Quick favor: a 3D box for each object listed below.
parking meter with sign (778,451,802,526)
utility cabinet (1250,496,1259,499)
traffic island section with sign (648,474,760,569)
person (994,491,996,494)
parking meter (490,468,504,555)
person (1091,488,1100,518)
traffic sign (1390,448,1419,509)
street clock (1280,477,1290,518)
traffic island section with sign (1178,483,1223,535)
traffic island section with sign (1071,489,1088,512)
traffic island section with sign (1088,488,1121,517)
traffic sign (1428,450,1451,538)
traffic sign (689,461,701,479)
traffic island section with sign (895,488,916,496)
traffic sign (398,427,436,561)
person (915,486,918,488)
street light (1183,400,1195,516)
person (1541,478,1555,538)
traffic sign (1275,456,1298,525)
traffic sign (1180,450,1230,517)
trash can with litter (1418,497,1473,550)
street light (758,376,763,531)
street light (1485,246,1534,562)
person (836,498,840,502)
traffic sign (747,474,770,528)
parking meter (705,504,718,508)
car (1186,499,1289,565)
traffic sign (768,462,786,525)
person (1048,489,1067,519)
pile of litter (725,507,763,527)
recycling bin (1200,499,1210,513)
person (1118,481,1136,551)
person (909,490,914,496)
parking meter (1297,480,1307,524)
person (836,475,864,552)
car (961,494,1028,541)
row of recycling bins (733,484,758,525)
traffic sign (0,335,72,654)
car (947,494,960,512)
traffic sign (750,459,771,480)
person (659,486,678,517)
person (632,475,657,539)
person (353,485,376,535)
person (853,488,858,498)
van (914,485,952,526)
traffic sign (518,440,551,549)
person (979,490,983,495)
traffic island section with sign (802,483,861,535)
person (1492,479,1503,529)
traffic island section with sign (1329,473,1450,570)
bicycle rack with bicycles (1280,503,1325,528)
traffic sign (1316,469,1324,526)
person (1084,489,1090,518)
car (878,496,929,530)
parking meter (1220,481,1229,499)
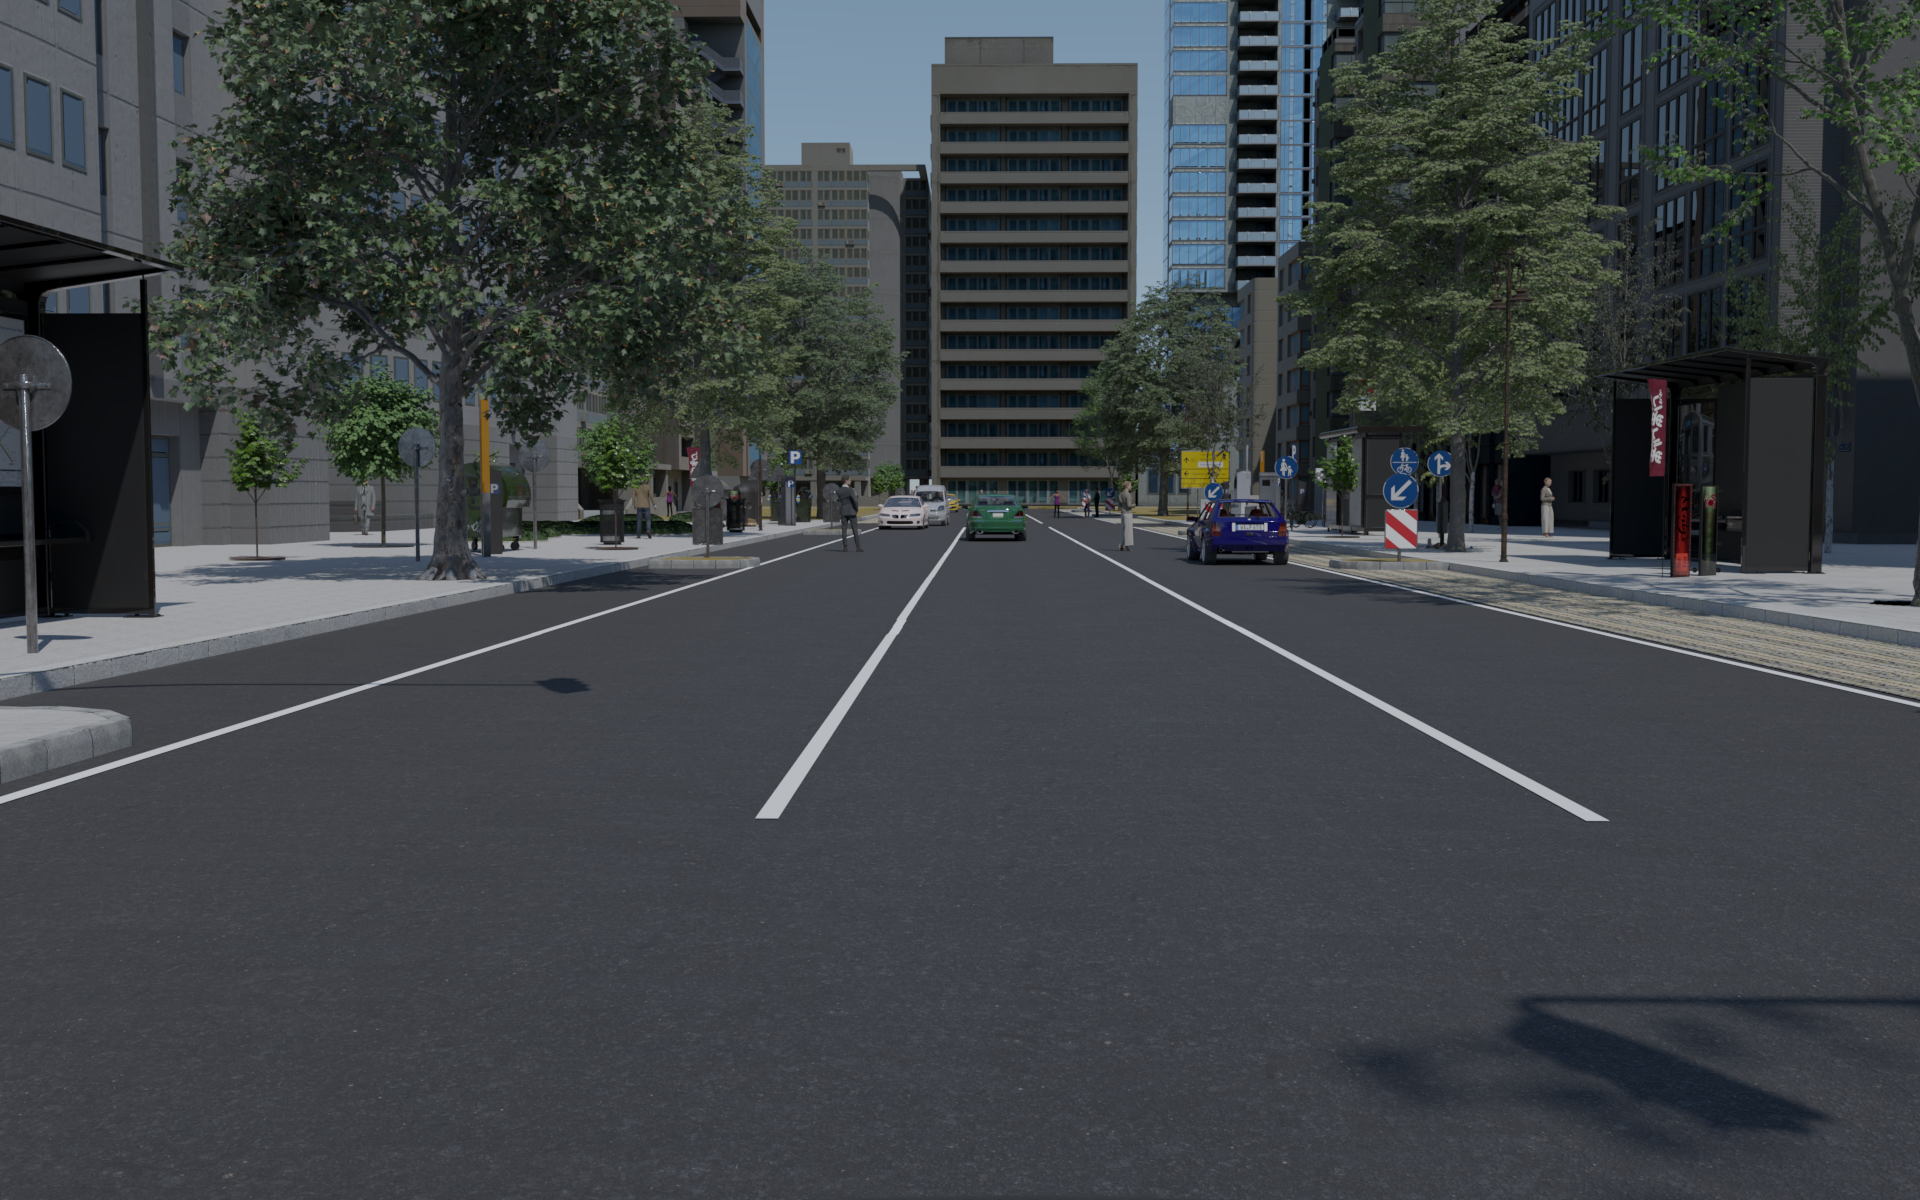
[{"bbox_3d":[-6.953,-4.521,70.184,0.543,3.016,1.738,-2,4,-24],"label":"parking meter with sign"},{"bbox_3d":[12.738,-3.967,76.015,1.020,1.237,0.306,0,4,-5],"label":"utility cabinet"},{"bbox_3d":[-5.009,-1.568,34.271,1.989,1.847,2.006,0,4,1],"label":"traffic island section with sign"},{"bbox_3d":[3.212,-9.176,159.042,1.217,1.766,0.721,-1,4,-14],"label":"person"},{"bbox_3d":[-9.926,-1.903,36.822,0.399,1.863,0.255,-2,4,-34],"label":"parking meter"},{"bbox_3d":[8.320,-5.946,105.743,0.705,1.821,1.348,2,4,24],"label":"person"},{"bbox_3d":[12.186,-2.903,47.569,0.768,2.556,0.104,0,4,2],"label":"traffic sign"},{"bbox_3d":[13.185,-4.033,70.516,0.358,2.002,0.471,-3,5,-44],"label":"street clock"},{"bbox_3d":[8.632,-3.162,60.322,1.989,1.847,2.006,0,4,1],"label":"traffic island section with sign"},{"bbox_3d":[9.858,-7.899,137.769,1.989,1.847,2.006,0,4,1],"label":"traffic island section with sign"},{"bbox_3d":[9.436,-6.247,110.760,1.989,1.847,2.006,0,4,1],"label":"traffic island section with sign"},{"bbox_3d":[14.071,-3.096,50.729,0.768,2.556,0.104,1,4,9],"label":"traffic sign"},{"bbox_3d":[-8.886,-3.642,59.554,0.884,2.594,0.081,0,4,8],"label":"traffic sign"},{"bbox_3d":[-3.779,-6.277,111.252,1.989,1.847,2.006,0,4,1],"label":"traffic island section with sign"},{"bbox_3d":[-10.330,-2.008,32.929,0.768,2.556,0.104,1,4,9],"label":"traffic sign"},{"bbox_3d":[-2.241,-5.076,91.124,0.705,1.869,1.348,-1,4,-10],"label":"person"},{"bbox_3d":[10.968,-6.755,83.232,0.468,5.910,1.993,0,4,1],"label":"street light"},{"bbox_3d":[17.364,-2.724,51.127,0.362,1.759,0.519,3,5,41],"label":"person"},{"bbox_3d":[10.911,-3.539,57.970,0.768,2.556,0.104,0,4,4],"label":"traffic sign"},{"bbox_3d":[11.396,-5.303,80.574,2.265,3.308,0.079,0,4,6],"label":"traffic sign"},{"bbox_3d":[11.264,-1.828,40.953,1.678,1.210,2.233,1,4,20],"label":"trash can with litter"},{"bbox_3d":[-6.978,-5.361,60.447,0.468,5.910,1.993,0,4,1],"label":"street light"},{"bbox_3d":[10.249,-3.650,32.471,0.468,5.910,1.993,0,4,1],"label":"street light"},{"bbox_3d":[-9.328,-7.725,133.051,1.217,1.736,0.721,1,4,16],"label":"person"},{"bbox_3d":[-7.679,-4.043,66.110,0.884,2.594,0.081,0,4,2],"label":"traffic sign"},{"bbox_3d":[-10.315,-3.899,72.156,0.372,1.533,0.369,0,3,0],"label":"parking meter"},{"bbox_3d":[5.790,-1.456,36.384,1.945,1.354,3.894,0,4,1],"label":"car"},{"bbox_3d":[-7.460,-4.353,71.182,0.884,2.594,0.081,0,4,3],"label":"traffic sign"},{"bbox_3d":[5.677,-5.614,100.975,1.217,1.739,0.721,-1,4,-16],"label":"person"},{"bbox_3d":[-8.498,-3.317,68.205,1.719,0.858,1.176,-1,4,-12],"label":"pile of litter"},{"bbox_3d":[11.940,-4.336,83.455,0.722,1.027,0.722,1,4,9],"label":"recycling bin"},{"bbox_3d":[4.215,-2.107,43.501,0.362,1.759,0.519,-2,4,-26],"label":"person"},{"bbox_3d":[-3.531,-7.354,129.283,0.434,1.755,0.990,2,4,35],"label":"person"},{"bbox_3d":[14.520,-4.150,73.567,0.399,1.863,0.255,0,3,0],"label":"parking meter"},{"bbox_3d":[-2.750,-2.153,43.056,0.648,1.900,0.474,1,4,21],"label":"person"},{"bbox_3d":[1.110,-2.596,54.236,2.131,1.459,4.920,0,4,-1],"label":"car"},{"bbox_3d":[-8.781,-3.901,70.900,1.069,1.692,3.534,0,4,-3],"label":"row of recycling bins"},{"bbox_3d":[-7.479,-0.843,13.890,0.768,2.556,0.104,0,4,7],"label":"traffic sign"},{"bbox_3d":[-0.991,-7.699,136.109,2.015,1.641,3.980,0,4,-1],"label":"car"},{"bbox_3d":[-7.239,-3.833,62.781,0.768,2.556,0.104,1,4,8],"label":"traffic sign"},{"bbox_3d":[-16.374,-5.546,97.407,1.217,1.739,0.721,-3,5,-39],"label":"person"},{"bbox_3d":[-9.051,-2.675,49.689,0.656,1.842,0.836,-2,4,-31],"label":"person"},{"bbox_3d":[-18.586,-2.927,54.000,0.694,1.812,0.767,0,4,-4],"label":"person"},{"bbox_3d":[-8.494,-7.955,136.844,1.217,1.736,0.721,-3,5,-43],"label":"person"},{"bbox_3d":[-1.365,-4.403,79.001,2.013,2.044,4.112,0,4,2],"label":"van"},{"bbox_3d":[-9.912,-2.461,40.348,0.768,2.556,0.104,0,4,3],"label":"traffic sign"},{"bbox_3d":[1.705,-7.902,138.242,0.990,1.755,0.434,2,4,35],"label":"person"},{"bbox_3d":[-4.558,-3.265,62.017,1.989,1.847,2.006,0,4,1],"label":"traffic island section with sign"},{"bbox_3d":[19.670,-3.492,63.106,0.580,1.828,0.573,3,5,41],"label":"person"},{"bbox_3d":[8.200,-1.513,33.370,1.989,1.847,2.006,0,4,1],"label":"traffic island section with sign"},{"bbox_3d":[12.698,-3.236,66.284,2.852,0.926,2.925,-2,4,-31],"label":"bicycle rack with bicycles"},{"bbox_3d":[14.439,-4.082,68.869,0.606,2.300,0.079,1,4,10],"label":"traffic sign"},{"bbox_3d":[7.433,-5.643,101.701,0.436,1.711,0.756,0,4,-1],"label":"person"},{"bbox_3d":[-2.297,-3.604,71.286,2.083,1.381,4.827,0,4,3],"label":"car"},{"bbox_3d":[12.036,-4.479,78.936,0.255,1.863,0.399,3,5,43],"label":"parking meter"}]
